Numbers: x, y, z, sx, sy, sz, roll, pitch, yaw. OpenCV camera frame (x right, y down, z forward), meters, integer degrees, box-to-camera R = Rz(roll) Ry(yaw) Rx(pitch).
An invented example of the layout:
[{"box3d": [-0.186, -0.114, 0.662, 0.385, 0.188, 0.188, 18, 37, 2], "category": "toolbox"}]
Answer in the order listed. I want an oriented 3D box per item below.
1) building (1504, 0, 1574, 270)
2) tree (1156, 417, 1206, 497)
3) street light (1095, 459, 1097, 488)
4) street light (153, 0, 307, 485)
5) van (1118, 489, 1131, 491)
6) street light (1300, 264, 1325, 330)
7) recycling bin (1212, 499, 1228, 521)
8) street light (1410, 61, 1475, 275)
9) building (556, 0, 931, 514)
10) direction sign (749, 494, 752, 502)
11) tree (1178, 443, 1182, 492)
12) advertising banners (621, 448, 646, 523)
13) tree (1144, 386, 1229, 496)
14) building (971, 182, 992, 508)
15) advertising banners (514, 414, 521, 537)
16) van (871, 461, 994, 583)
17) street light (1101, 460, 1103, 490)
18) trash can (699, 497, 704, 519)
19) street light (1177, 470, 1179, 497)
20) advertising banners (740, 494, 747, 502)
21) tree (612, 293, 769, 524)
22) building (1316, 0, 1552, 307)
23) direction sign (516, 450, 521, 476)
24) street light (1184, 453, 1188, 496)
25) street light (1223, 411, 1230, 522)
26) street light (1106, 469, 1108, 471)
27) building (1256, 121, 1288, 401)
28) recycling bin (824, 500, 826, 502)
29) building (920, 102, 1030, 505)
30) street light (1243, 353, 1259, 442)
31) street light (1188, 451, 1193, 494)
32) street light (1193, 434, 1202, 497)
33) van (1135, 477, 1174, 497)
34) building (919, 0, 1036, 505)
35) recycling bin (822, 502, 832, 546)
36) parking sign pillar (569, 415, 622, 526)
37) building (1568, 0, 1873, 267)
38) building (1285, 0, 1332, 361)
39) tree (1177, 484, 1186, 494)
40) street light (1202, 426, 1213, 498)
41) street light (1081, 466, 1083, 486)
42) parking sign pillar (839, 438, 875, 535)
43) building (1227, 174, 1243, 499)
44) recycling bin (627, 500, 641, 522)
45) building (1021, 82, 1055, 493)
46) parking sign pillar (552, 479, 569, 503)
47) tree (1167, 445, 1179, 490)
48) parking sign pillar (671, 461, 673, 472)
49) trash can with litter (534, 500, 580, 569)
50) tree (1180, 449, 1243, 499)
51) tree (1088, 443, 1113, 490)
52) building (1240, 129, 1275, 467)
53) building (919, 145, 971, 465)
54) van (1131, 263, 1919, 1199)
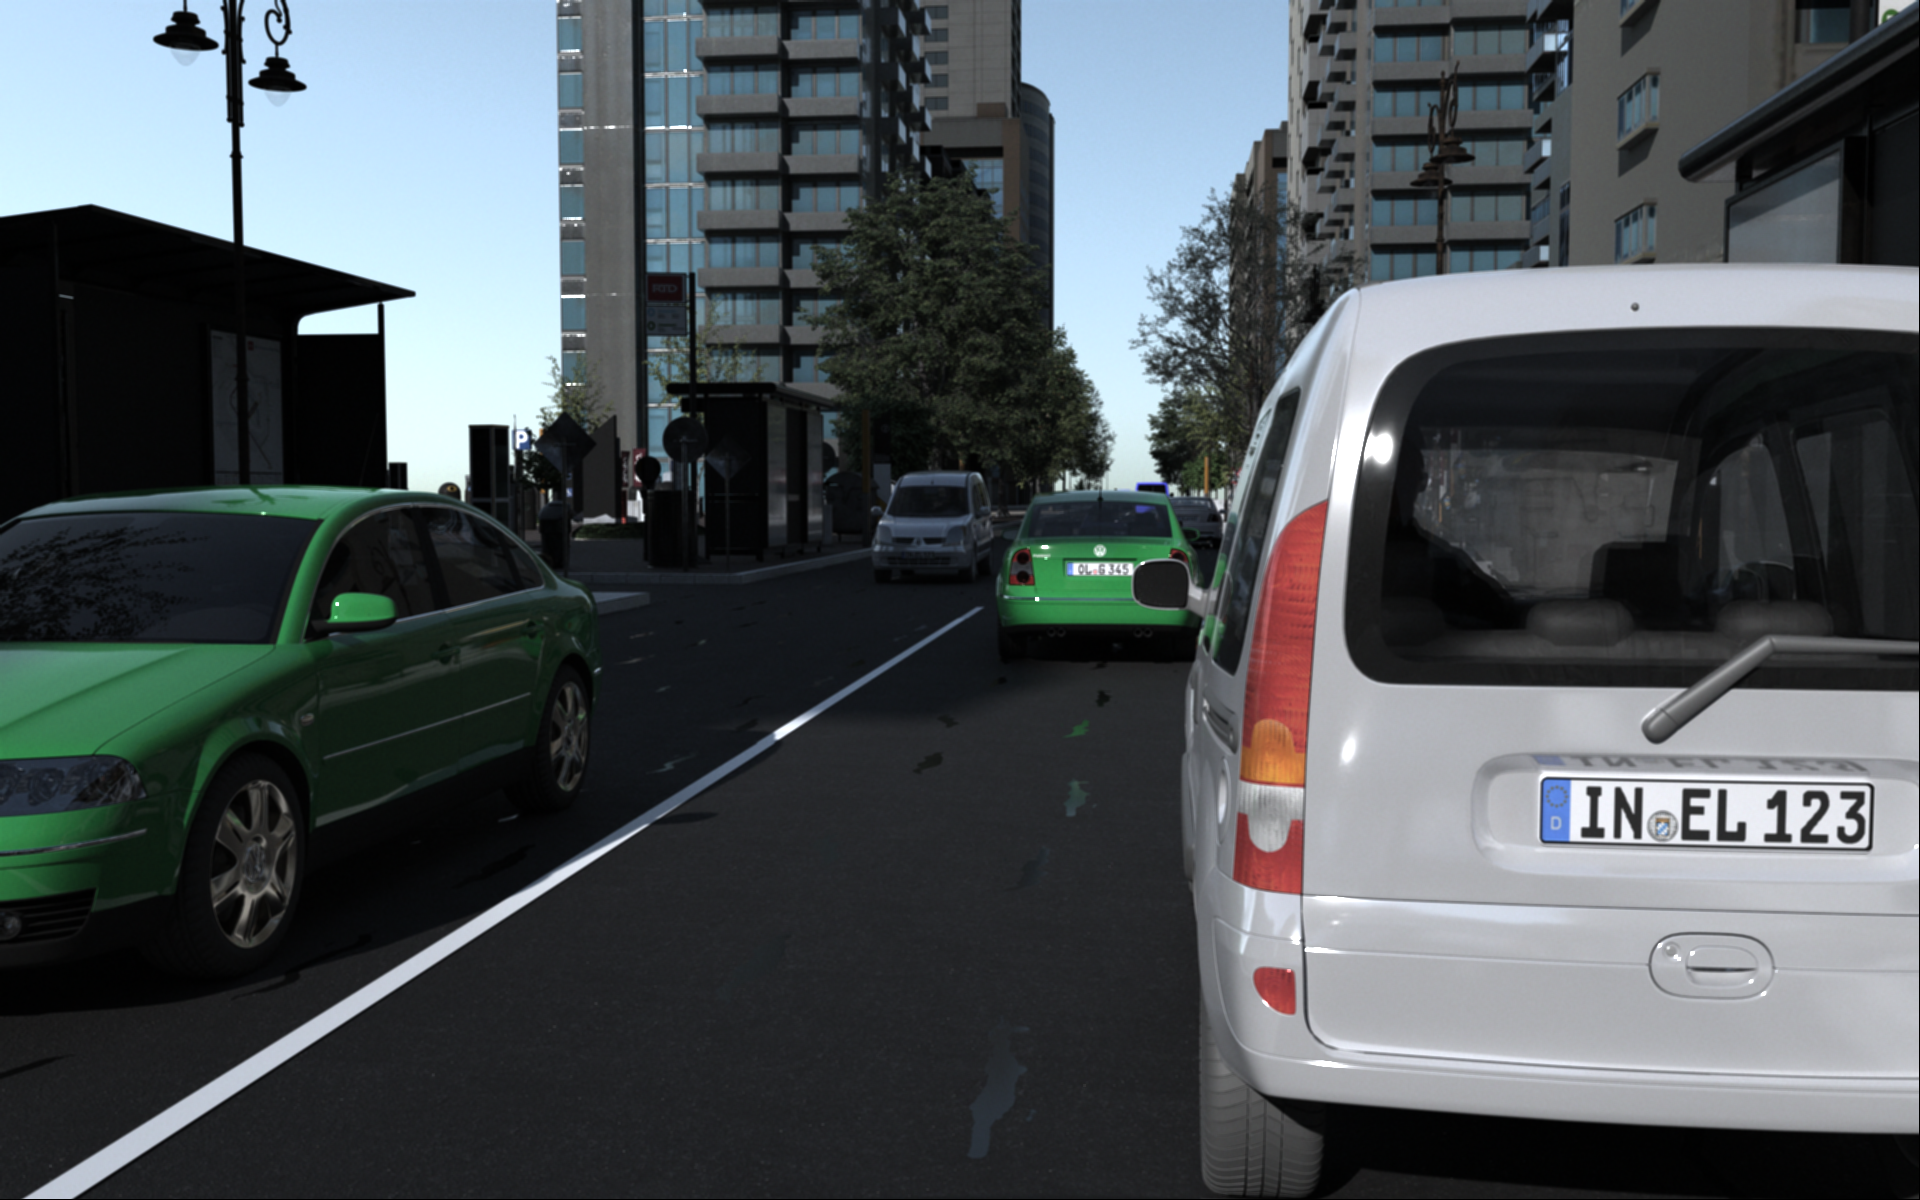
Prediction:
[{"box3d": [35.559, -46.958, 80.439, 22.319, 86.520, 31.000, 0, 4, 7], "category": "building"}, {"box3d": [29.107, -18.459, 227.552, 9.928, 11.665, 9.643, 0, 3, 0], "category": "tree"}, {"box3d": [16.488, -14.568, 210.975, 0.468, 5.910, 1.993, 0, 4, 7], "category": "street light"}, {"box3d": [-5.975, -2.543, 14.371, 0.468, 5.910, 1.993, 0, 4, 7], "category": "street light"}, {"box3d": [21.039, -13.346, 222.584, 2.240, 2.365, 5.245, 0, 4, 8], "category": "van"}, {"box3d": [7.122, -3.800, 34.925, 0.468, 5.910, 1.993, 0, 4, 7], "category": "street light"}, {"box3d": [12.251, -4.215, 81.477, 0.722, 1.027, 0.722, 2, 4, 32], "category": "recycling bin"}, {"box3d": [5.274, -2.832, 19.091, 0.468, 5.910, 1.993, 0, 4, 7], "category": "street light"}, {"box3d": [-14.070, -30.655, 120.814, 23.786, 49.044, 30.456, 0, 4, 7], "category": "building"}, {"box3d": [-5.036, -3.039, 41.677, 0.379, 3.537, 0.876, 1, 4, 8], "category": "direction sign"}, {"box3d": [23.569, -13.152, 165.396, 4.360, 8.622, 3.978, 0, 3, 0], "category": "tree"}, {"box3d": [-12.946, -4.265, 65.926, 2.074, 3.025, 0.090, 0, 4, 4], "category": "advertising banners"}, {"box3d": [26.771, -18.191, 204.081, 9.857, 13.997, 8.962, 0, 3, 0], "category": "tree"}, {"box3d": [-4.745, -23.625, 157.963, 14.160, 30.474, 14.107, 0, 4, 7], "category": "building"}, {"box3d": [-9.994, -2.621, 39.045, 0.090, 3.025, 2.074, -1, 4, -12], "category": "advertising banners"}, {"box3d": [-0.413, -1.369, 29.391, 2.013, 2.044, 4.112, 0, 4, 7], "category": "van"}, {"box3d": [19.054, -15.920, 233.074, 0.468, 5.910, 1.993, 0, 4, 7], "category": "street light"}, {"box3d": [-13.811, -4.854, 91.018, 0.748, 1.137, 0.748, 0, 3, 0], "category": "trash can"}, {"box3d": [30.378, -16.210, 237.828, 0.468, 5.910, 1.993, 0, 4, 7], "category": "street light"}, {"box3d": [-10.010, -5.330, 83.332, 0.090, 3.025, 2.074, -3, 4, -39], "category": "advertising banners"}, {"box3d": [-9.294, -6.866, 62.628, 4.737, 8.622, 4.395, 0, 3, 0], "category": "tree"}, {"box3d": [37.648, -30.886, 124.599, 23.786, 49.044, 30.456, 0, 4, 7], "category": "building"}, {"box3d": [-21.353, -5.623, 83.933, 0.379, 3.537, 0.876, 0, 4, 6], "category": "direction sign"}, {"box3d": [23.580, -12.561, 178.153, 0.468, 5.910, 1.993, 0, 4, 7], "category": "street light"}, {"box3d": [12.152, -6.504, 79.134, 0.468, 5.910, 1.993, 0, 4, 7], "category": "street light"}, {"box3d": [21.690, -17.277, 255.270, 0.468, 5.910, 1.993, 0, 4, 7], "category": "street light"}, {"box3d": [42.952, -34.123, 208.029, 14.600, 45.320, 14.200, 0, 4, 7], "category": "building"}, {"box3d": [-5.862, -3.719, 73.359, 0.722, 1.027, 0.722, 0, 4, -6], "category": "recycling bin"}, {"box3d": [0.683, -33.802, 202.774, 14.600, 45.320, 14.200, 0, 4, 7], "category": "building"}, {"box3d": [9.562, -5.153, 57.038, 0.468, 5.910, 1.993, 0, 4, 7], "category": "street light"}, {"box3d": [21.008, -11.175, 155.497, 0.468, 5.910, 1.993, 0, 4, 7], "category": "street light"}, {"box3d": [18.282, -9.761, 132.386, 0.468, 5.910, 1.993, 0, 4, 7], "category": "street light"}, {"box3d": [10.266, -5.385, 92.424, 2.240, 2.365, 5.245, 0, 4, 7], "category": "van"}, {"box3d": [-0.617, -47.843, 220.491, 20.563, 71.187, 20.611, 0, 4, 7], "category": "building"}, {"box3d": [-3.637, -1.843, 42.694, 0.722, 1.027, 0.722, 3, 4, 37], "category": "recycling bin"}, {"box3d": [-12.279, -4.339, 59.415, 1.447, 3.967, 1.447, 1, 4, 22], "category": "parking sign pillar"}, {"box3d": [27.235, -25.629, 42.733, 21.600, 48.544, 21.300, 0, 4, 7], "category": "building"}, {"box3d": [43.434, -34.493, 153.203, 28.713, 52.752, 27.495, 0, 4, 7], "category": "building"}, {"box3d": [31.291, -15.173, 242.681, 1.663, 3.219, 1.824, 0, 3, 0], "category": "tree"}, {"box3d": [15.684, -8.349, 109.299, 0.468, 5.910, 1.993, 0, 4, 7], "category": "street light"}, {"box3d": [12.157, -12.209, 172.404, 0.468, 5.910, 1.993, 0, 4, 7], "category": "street light"}, {"box3d": [-3.188, -4.081, 55.194, 1.447, 3.967, 1.447, 1, 4, 12], "category": "parking sign pillar"}, {"box3d": [49.551, -38.139, 247.270, 21.300, 48.544, 21.600, 0, 4, 7], "category": "building"}, {"box3d": [-12.946, -3.398, 68.115, 0.722, 1.027, 0.722, -1, 4, -13], "category": "recycling bin"}, {"box3d": [1.963, -43.012, 245.245, 21.231, 58.520, 28.212, 0, 4, 7], "category": "building"}, {"box3d": [-15.520, -4.970, 69.724, 1.447, 3.967, 1.447, 1, 4, 10], "category": "parking sign pillar"}, {"box3d": [24.644, -14.384, 185.547, 4.360, 8.622, 3.978, 0, 3, 0], "category": "tree"}, {"box3d": [-16.470, -6.818, 99.950, 1.447, 3.967, 1.447, -1, 4, -14], "category": "parking sign pillar"}, {"box3d": [-6.999, -1.122, 29.724, 0.624, 1.170, 1.055, 1, 4, 11], "category": "trash can with litter"}, {"box3d": [16.631, -7.884, 112.612, 4.285, 4.588, 4.351, 0, 3, 0], "category": "tree"}, {"box3d": [14.612, -15.212, 199.072, 4.737, 8.622, 4.395, 0, 3, 0], "category": "tree"}, {"box3d": [48.264, -36.800, 225.387, 21.300, 48.544, 21.600, 0, 4, 7], "category": "building"}, {"box3d": [-7.088, -22.767, 143.946, 14.160, 30.474, 14.107, 0, 4, 7], "category": "building"}, {"box3d": [1.473, 0.135, 4.808, 2.013, 2.044, 4.112, 0, 4, 7], "category": "van"}]
